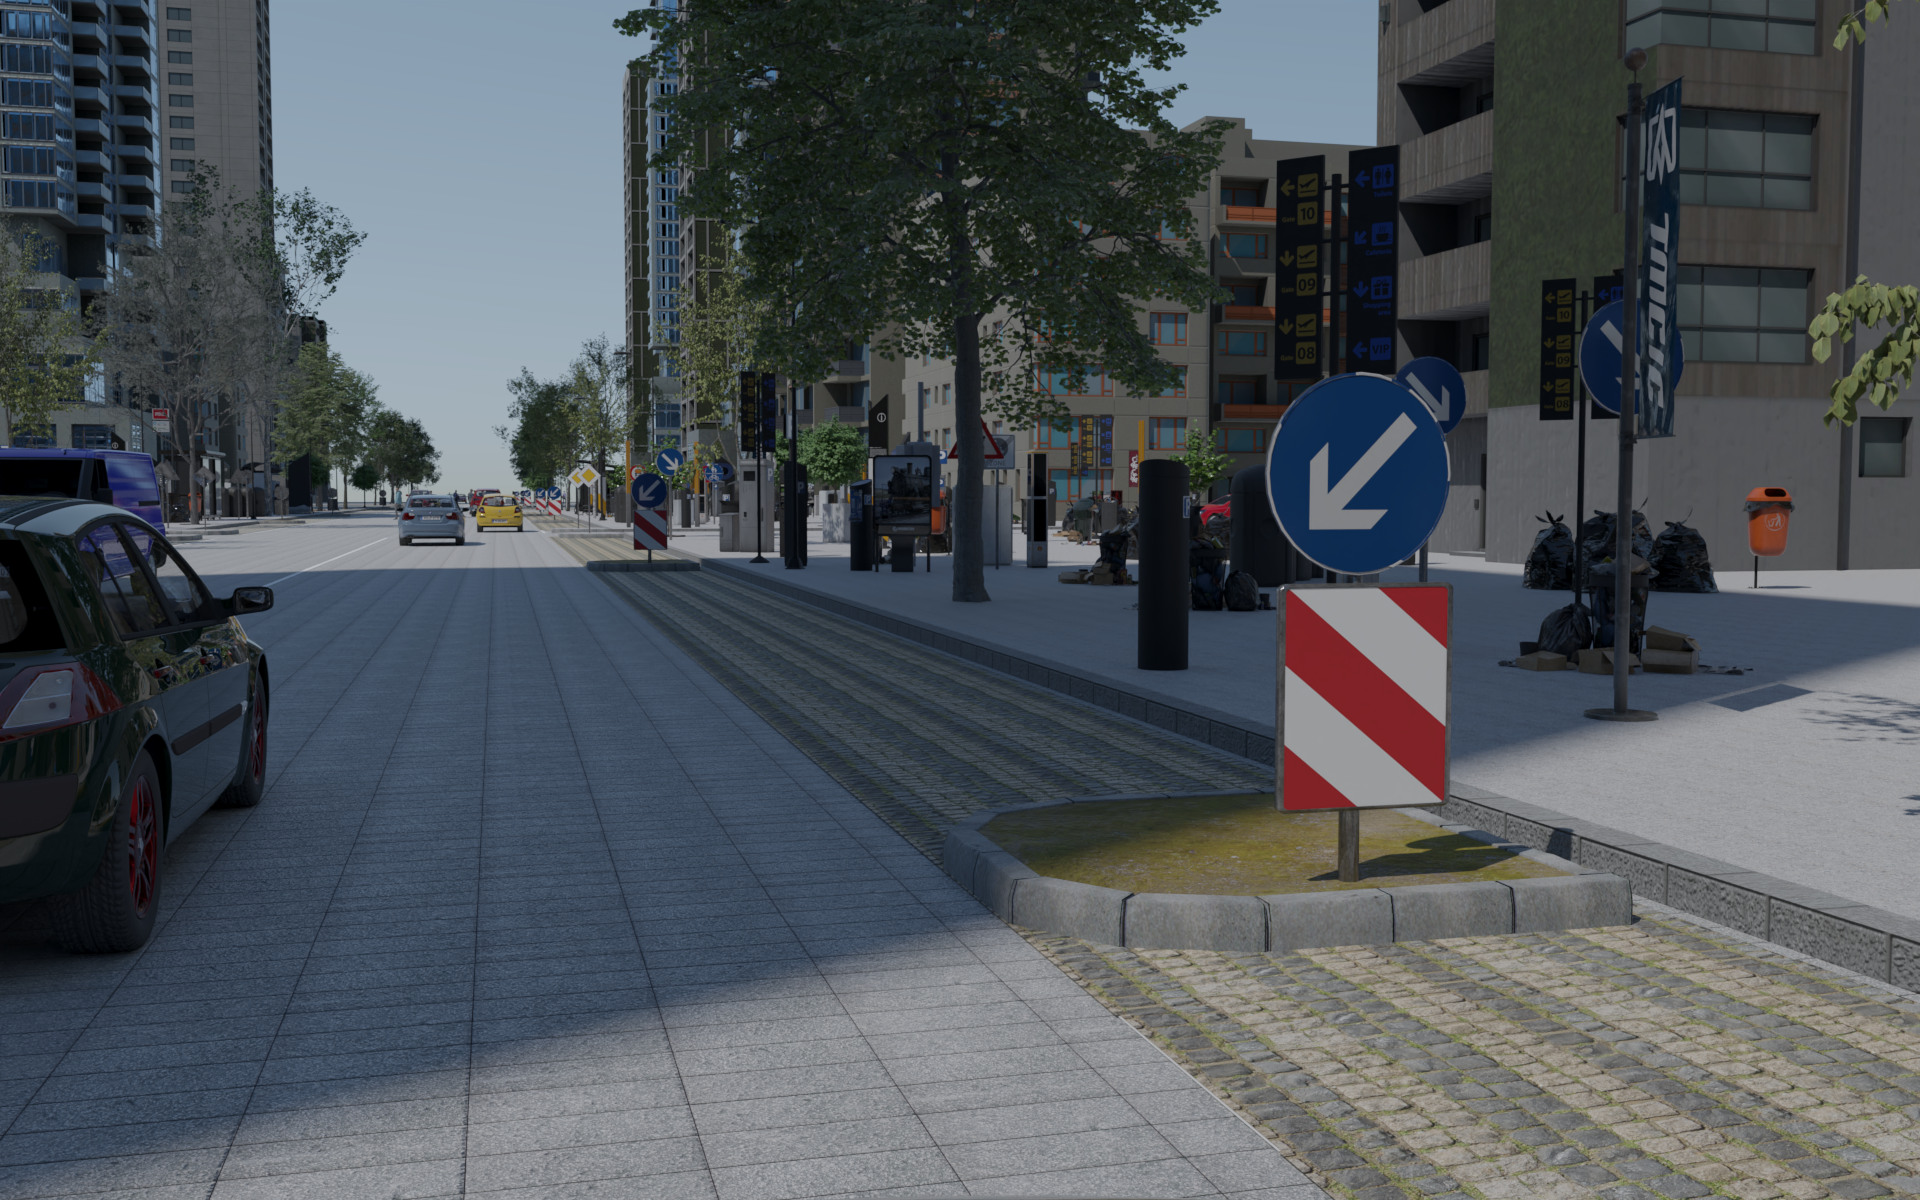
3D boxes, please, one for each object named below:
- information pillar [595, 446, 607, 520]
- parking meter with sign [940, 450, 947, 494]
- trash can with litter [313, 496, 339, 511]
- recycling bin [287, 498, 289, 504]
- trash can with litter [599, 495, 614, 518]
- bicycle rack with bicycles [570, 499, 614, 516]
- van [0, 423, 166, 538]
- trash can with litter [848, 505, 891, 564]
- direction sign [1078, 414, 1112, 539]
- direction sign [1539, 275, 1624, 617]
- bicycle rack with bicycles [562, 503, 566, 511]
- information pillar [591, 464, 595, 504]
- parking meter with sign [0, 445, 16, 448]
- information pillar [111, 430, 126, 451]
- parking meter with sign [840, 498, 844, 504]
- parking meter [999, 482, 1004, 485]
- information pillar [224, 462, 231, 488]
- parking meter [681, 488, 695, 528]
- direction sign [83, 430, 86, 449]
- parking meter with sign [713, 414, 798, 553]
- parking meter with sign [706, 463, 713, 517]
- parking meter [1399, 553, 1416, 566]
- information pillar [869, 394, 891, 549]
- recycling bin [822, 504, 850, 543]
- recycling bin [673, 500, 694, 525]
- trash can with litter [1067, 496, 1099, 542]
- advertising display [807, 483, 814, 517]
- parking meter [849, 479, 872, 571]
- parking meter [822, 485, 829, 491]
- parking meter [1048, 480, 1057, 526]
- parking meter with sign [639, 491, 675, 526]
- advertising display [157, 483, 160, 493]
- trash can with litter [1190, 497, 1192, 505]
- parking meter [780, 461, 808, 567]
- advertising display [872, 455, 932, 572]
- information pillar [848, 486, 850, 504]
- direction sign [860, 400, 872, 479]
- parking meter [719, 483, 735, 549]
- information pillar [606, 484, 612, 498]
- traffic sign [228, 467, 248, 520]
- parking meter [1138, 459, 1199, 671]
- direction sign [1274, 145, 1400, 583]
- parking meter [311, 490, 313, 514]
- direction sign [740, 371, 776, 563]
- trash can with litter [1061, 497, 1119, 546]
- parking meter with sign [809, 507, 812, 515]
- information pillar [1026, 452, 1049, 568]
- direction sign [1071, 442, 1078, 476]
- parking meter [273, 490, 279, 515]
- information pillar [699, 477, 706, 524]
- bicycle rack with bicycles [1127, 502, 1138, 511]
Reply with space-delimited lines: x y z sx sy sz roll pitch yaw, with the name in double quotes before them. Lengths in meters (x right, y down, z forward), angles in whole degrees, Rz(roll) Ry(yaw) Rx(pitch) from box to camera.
"information pillar" -17.494 -5.708 84.682 0.183 3.616 0.504 2 4 26
"parking meter with sign" -0.805 -4.394 68.109 0.543 3.016 1.738 0 4 2
"trash can with litter" -48.129 -7.341 131.079 2.233 1.210 1.678 0 4 -4
"recycling bin" -43.042 -6.089 112.107 0.722 1.027 0.722 -3 5 -43
"trash can with litter" -18.590 -5.140 95.103 2.233 1.210 1.678 0 4 2
"bicycle rack with bicycles" -21.804 -5.564 104.360 2.925 0.926 2.852 0 3 0
"van" -11.981 -1.125 22.781 2.240 2.365 5.245 -1 4 -14
"trash can with litter" -1.478 -1.250 31.819 1.055 1.170 0.624 -2 4 -34
"direction sign" 3.886 -3.502 49.262 0.876 3.537 0.379 1 4 10
"direction sign" 6.526 -1.602 18.183 0.876 3.537 0.379 2 4 34
"bicycle rack with bicycles" -29.614 -7.373 133.933 2.852 0.926 2.925 -1 4 -20
"information pillar" -24.729 -7.687 117.041 0.504 3.616 0.183 -3 5 -44
"parking meter with sign" -33.607 -3.947 60.796 0.543 3.016 1.738 -1 4 -16
"information pillar" -30.877 -4.418 63.581 0.504 3.616 0.183 0 4 -3
"parking meter with sign" -6.143 -5.882 92.437 0.543 3.016 1.738 0 4 3
"parking meter" 1.770 -4.288 75.815 0.399 1.863 0.255 0 4 -5
"information pillar" -53.050 -8.204 125.482 0.504 3.616 0.183 1 4 13
"parking meter" -10.343 -3.486 65.405 0.372 1.533 0.369 0 3 0
"direction sign" -30.972 -4.242 61.357 0.379 3.537 0.876 -2 4 -30
"parking meter with sign" -4.466 -2.556 38.047 1.738 3.016 0.543 1 4 21
"parking meter with sign" -13.545 -6.184 97.363 0.543 3.016 1.738 2 4 27
"parking meter" 7.987 -1.558 31.179 0.399 1.863 0.255 3 5 44
"information pillar" -1.887 -3.007 40.525 0.504 3.616 0.183 1 4 17
"recycling bin" -3.169 -2.047 46.020 0.722 1.027 0.722 2 4 33
"recycling bin" -12.118 -3.878 75.967 0.722 1.027 0.722 1 4 11
"trash can with litter" 3.292 -2.161 46.718 0.624 1.170 1.055 2 4 24
"advertising display" -8.465 -5.485 94.890 0.974 1.923 0.123 -1 4 -12
"parking meter" -1.654 -1.259 29.003 0.372 1.533 0.369 0 3 0
"parking meter" -8.075 -6.015 104.049 0.399 1.863 0.255 -3 5 -40
"parking meter" 3.632 -3.864 68.888 0.399 1.863 0.255 -1 4 -12
"parking meter with sign" -12.265 -4.498 69.798 0.543 3.016 1.738 2 4 26
"advertising display" -40.099 -4.925 85.744 0.974 1.923 0.123 0 4 -2
"trash can with litter" 9.614 -3.799 73.495 0.624 1.170 1.055 -2 4 -25
"parking meter" -2.906 -1.529 30.704 0.255 1.863 0.399 3 4 38
"advertising display" -0.945 -1.420 28.427 0.974 1.923 0.123 0 3 0
"information pillar" -5.044 -5.340 78.661 0.183 3.616 0.504 0 4 -1
"direction sign" -2.182 -3.068 42.166 0.379 3.537 0.876 0 4 1
"parking meter" -5.444 -1.963 40.502 0.372 1.533 0.369 0 3 0
"information pillar" -24.399 -7.096 120.512 0.304 2.012 0.304 1 4 12
"traffic sign" -35.074 -5.148 84.167 0.884 2.594 0.081 -1 4 -14
"parking meter" 1.493 -0.262 12.699 0.372 1.533 0.369 0 3 0
"direction sign" 2.500 -1.198 11.592 0.876 3.537 0.379 3 4 38
"parking meter" -42.539 -6.416 113.318 0.372 1.533 0.369 0 3 0
"direction sign" -3.743 -2.460 32.217 0.379 3.537 0.876 3 4 39
"trash can with litter" 3.537 -1.983 43.480 1.678 1.210 2.233 -3 5 -44
"parking meter with sign" -9.286 -6.614 104.401 1.738 3.016 0.543 -1 4 -11
"information pillar" 1.343 -1.566 30.091 0.304 2.012 0.304 -1 4 -16
"direction sign" 5.248 -5.150 76.192 0.876 3.537 0.379 -2 4 -27
"parking meter" -42.615 -6.089 107.969 0.372 1.533 0.369 0 3 0
"information pillar" -11.042 -4.262 74.175 0.304 2.012 0.304 0 4 -5
"bicycle rack with bicycles" 13.924 -7.740 139.937 2.852 0.926 2.925 2 4 28
